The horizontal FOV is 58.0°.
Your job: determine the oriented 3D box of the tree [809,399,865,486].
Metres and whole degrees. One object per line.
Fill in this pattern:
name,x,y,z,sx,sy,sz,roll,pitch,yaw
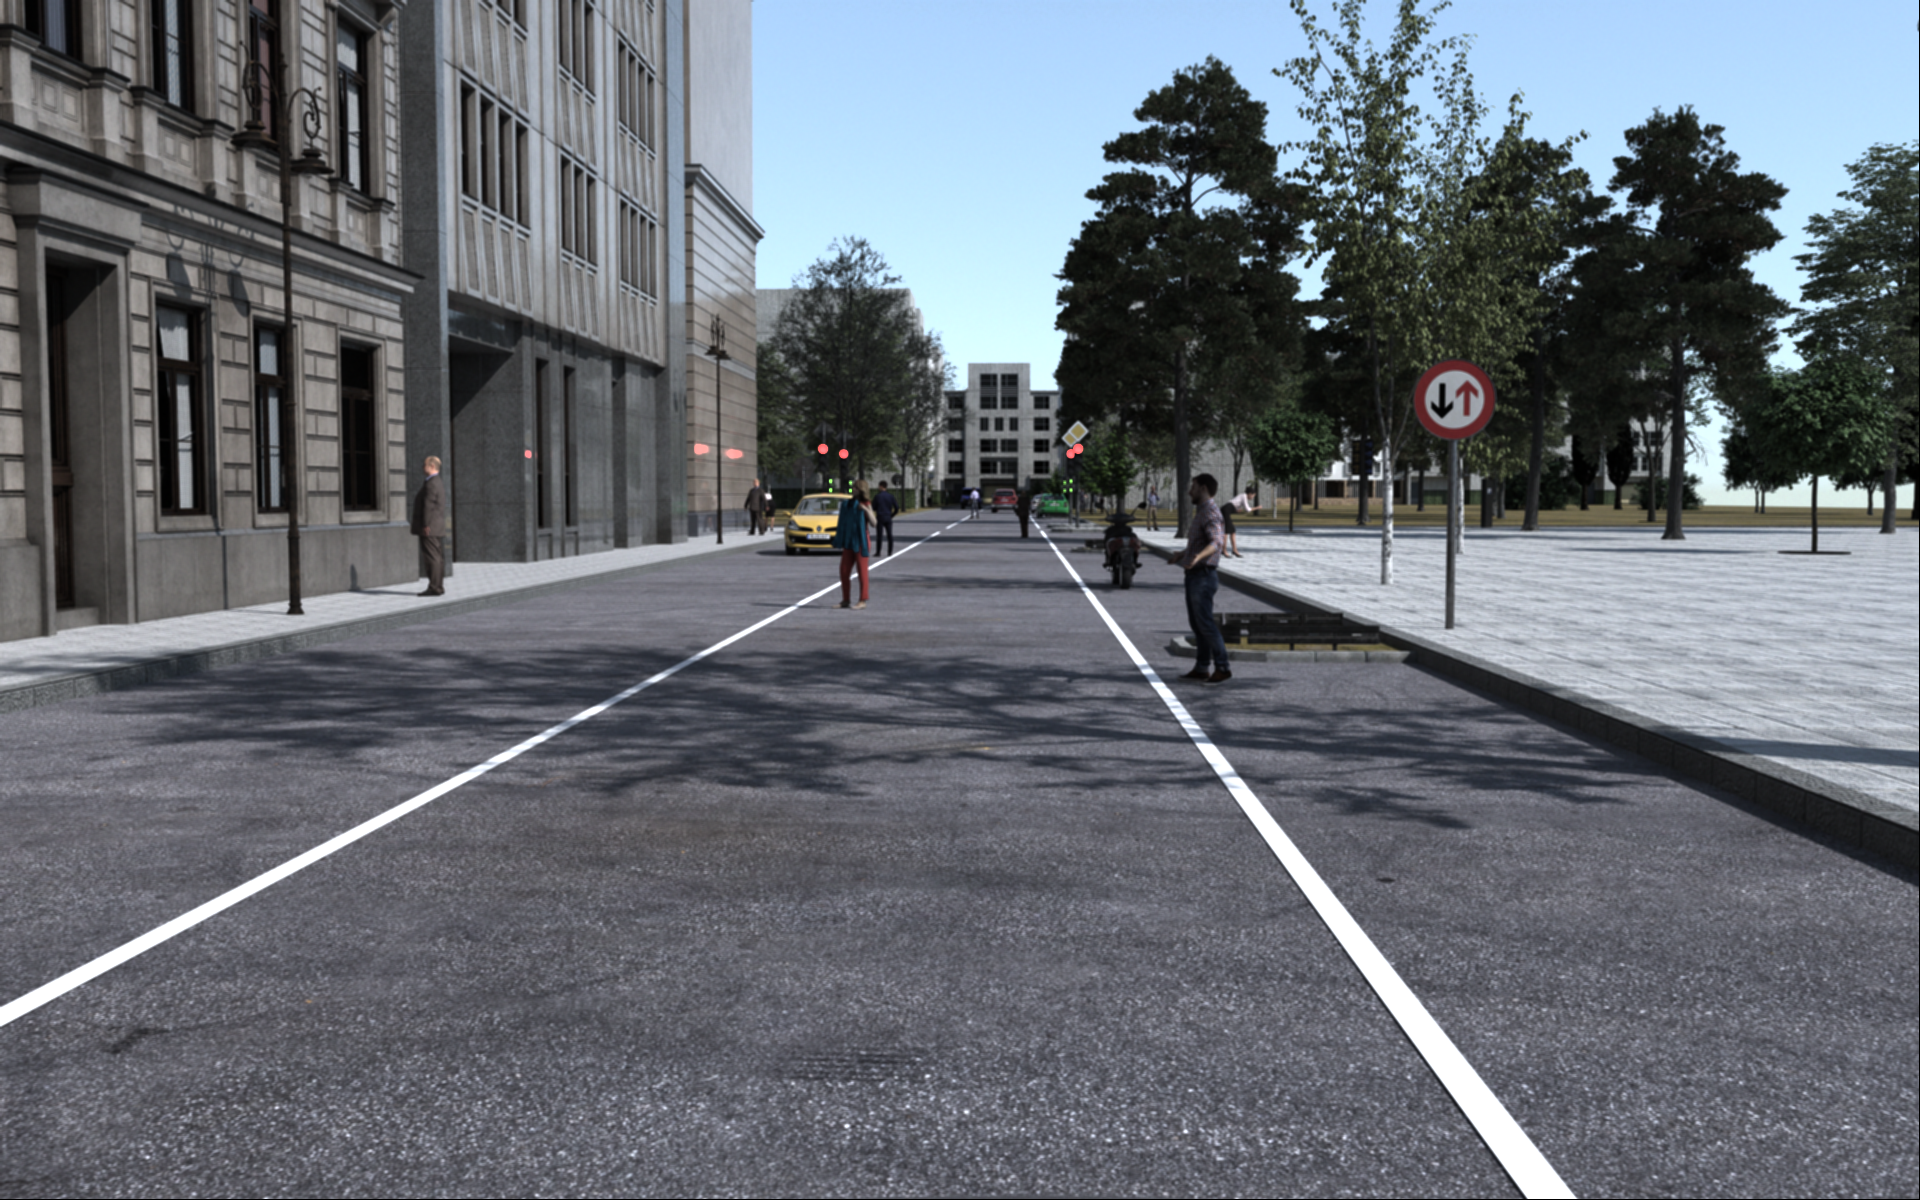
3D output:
tree,-7.592,-9.850,111.406,4.360,8.622,3.978,0,3,0

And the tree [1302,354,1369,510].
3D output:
tree,29.041,-14.069,140.390,12.009,13.543,11.850,0,3,0

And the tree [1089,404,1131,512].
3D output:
tree,10.838,-10.763,126.342,4.360,8.622,3.978,0,3,0

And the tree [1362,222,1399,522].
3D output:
tree,18.882,-10.543,79.802,7.806,13.903,7.818,0,3,0

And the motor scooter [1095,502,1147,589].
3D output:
motor scooter,2.494,-0.855,26.753,0.815,1.314,1.986,0,4,0

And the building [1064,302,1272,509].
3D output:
building,19.036,-18.256,164.947,16.747,18.905,31.486,0,4,2

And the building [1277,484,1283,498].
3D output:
building,30.942,-18.059,237.414,28.070,9.664,9.099,0,4,2

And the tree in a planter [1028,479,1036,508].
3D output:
tree in a planter,7.821,-10.878,175.078,1.991,3.239,1.994,0,4,2

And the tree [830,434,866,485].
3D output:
tree,-9.055,-11.474,137.954,4.737,8.622,4.395,0,3,0

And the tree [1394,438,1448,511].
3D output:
tree,34.325,-12.634,128.623,6.751,12.117,7.091,0,3,0

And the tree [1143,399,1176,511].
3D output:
tree,15.155,-11.255,134.375,4.737,8.622,4.395,0,3,0

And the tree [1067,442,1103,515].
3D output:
tree,8.300,-7.595,107.894,4.285,4.588,4.351,0,3,0

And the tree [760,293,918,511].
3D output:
tree,-5.809,-10.961,97.333,7.486,12.596,7.792,0,3,0

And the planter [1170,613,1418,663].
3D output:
planter,2.937,0.331,15.727,1.991,0.319,1.994,0,4,2

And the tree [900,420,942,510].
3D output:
tree,-3.532,-11.662,141.041,4.737,8.622,4.395,0,3,0

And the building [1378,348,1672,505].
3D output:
building,69.276,-21.215,213.325,31.486,18.905,16.747,0,4,2

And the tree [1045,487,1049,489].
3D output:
tree,12.337,-14.121,225.472,1.663,3.219,1.824,0,3,0

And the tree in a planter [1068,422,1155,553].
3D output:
tree in a planter,3.767,-2.790,42.842,1.991,3.239,1.994,0,4,2

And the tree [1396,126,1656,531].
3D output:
tree,19.891,-9.295,59.404,7.806,13.903,7.818,0,3,0

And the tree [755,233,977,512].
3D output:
tree,-5.394,-10.421,80.759,12.009,13.543,11.850,0,3,0

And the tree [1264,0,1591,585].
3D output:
tree,6.187,-4.512,24.139,4.737,8.622,4.395,0,3,0

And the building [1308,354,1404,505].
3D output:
building,47.870,-21.902,214.510,11.380,20.091,16.016,0,4,2

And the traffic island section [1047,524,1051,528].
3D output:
traffic island section,4.708,-3.127,73.401,2.009,0.180,2.903,0,4,2

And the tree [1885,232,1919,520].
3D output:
tree,54.290,-11.255,85.836,18.604,14.587,13.155,-3,4,-36

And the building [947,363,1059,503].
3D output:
building,1.290,-22.952,241.724,31.486,18.905,16.747,0,4,2

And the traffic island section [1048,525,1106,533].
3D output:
traffic island section,4.464,-2.638,65.419,2.009,0.180,2.903,0,4,2

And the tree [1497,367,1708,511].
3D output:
tree,50.583,-14.591,140.386,18.604,14.587,13.155,-1,4,-20

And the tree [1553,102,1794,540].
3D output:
tree,20.178,-7.733,48.495,6.751,12.117,7.091,0,3,0

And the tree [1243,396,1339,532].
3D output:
tree,11.112,-4.563,58.327,4.285,4.588,4.351,0,3,0

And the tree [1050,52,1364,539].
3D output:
tree,6.302,-8.716,49.936,7.806,13.903,7.818,0,3,0

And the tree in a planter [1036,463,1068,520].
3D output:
tree in a planter,5.470,-6.183,98.321,1.991,3.239,1.994,0,4,2

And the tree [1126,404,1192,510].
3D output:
tree,15.496,-12.692,141.922,7.601,10.594,8.767,0,4,-7

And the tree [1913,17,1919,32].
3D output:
tree,5.292,-4.982,7.207,9.928,11.665,9.643,0,3,0

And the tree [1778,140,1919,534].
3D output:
tree,30.546,-8.445,56.198,7.486,12.596,7.792,0,3,0

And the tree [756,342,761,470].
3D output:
tree,-15.013,-12.927,129.490,7.486,12.596,7.792,0,3,0

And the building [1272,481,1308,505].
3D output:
building,35.768,-21.950,215.298,11.380,20.091,16.016,0,4,2

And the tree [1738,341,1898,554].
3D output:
tree,18.542,-3.286,37.432,4.285,4.588,4.351,0,3,0

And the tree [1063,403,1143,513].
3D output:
tree,9.124,-10.332,119.286,4.737,8.622,4.395,0,3,0

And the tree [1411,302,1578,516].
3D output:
tree,31.147,-11.899,101.204,9.857,13.997,8.962,0,3,0

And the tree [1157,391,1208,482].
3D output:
tree,15.690,-10.477,121.656,4.360,8.622,3.978,0,3,0

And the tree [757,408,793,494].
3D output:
tree,-15.234,-11.475,137.973,4.737,8.622,4.395,0,3,0

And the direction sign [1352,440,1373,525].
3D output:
direction sign,16.747,-4.902,72.139,0.876,3.537,0.379,2,4,28

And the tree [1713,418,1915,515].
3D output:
tree,55.931,-9.205,113.415,11.467,7.101,20.602,-1,4,-21

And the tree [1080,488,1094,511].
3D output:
tree,9.938,-8.503,133.617,1.663,3.219,1.824,0,3,0

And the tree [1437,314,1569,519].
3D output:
tree,28.035,-10.506,89.901,7.486,12.596,7.792,0,3,0
